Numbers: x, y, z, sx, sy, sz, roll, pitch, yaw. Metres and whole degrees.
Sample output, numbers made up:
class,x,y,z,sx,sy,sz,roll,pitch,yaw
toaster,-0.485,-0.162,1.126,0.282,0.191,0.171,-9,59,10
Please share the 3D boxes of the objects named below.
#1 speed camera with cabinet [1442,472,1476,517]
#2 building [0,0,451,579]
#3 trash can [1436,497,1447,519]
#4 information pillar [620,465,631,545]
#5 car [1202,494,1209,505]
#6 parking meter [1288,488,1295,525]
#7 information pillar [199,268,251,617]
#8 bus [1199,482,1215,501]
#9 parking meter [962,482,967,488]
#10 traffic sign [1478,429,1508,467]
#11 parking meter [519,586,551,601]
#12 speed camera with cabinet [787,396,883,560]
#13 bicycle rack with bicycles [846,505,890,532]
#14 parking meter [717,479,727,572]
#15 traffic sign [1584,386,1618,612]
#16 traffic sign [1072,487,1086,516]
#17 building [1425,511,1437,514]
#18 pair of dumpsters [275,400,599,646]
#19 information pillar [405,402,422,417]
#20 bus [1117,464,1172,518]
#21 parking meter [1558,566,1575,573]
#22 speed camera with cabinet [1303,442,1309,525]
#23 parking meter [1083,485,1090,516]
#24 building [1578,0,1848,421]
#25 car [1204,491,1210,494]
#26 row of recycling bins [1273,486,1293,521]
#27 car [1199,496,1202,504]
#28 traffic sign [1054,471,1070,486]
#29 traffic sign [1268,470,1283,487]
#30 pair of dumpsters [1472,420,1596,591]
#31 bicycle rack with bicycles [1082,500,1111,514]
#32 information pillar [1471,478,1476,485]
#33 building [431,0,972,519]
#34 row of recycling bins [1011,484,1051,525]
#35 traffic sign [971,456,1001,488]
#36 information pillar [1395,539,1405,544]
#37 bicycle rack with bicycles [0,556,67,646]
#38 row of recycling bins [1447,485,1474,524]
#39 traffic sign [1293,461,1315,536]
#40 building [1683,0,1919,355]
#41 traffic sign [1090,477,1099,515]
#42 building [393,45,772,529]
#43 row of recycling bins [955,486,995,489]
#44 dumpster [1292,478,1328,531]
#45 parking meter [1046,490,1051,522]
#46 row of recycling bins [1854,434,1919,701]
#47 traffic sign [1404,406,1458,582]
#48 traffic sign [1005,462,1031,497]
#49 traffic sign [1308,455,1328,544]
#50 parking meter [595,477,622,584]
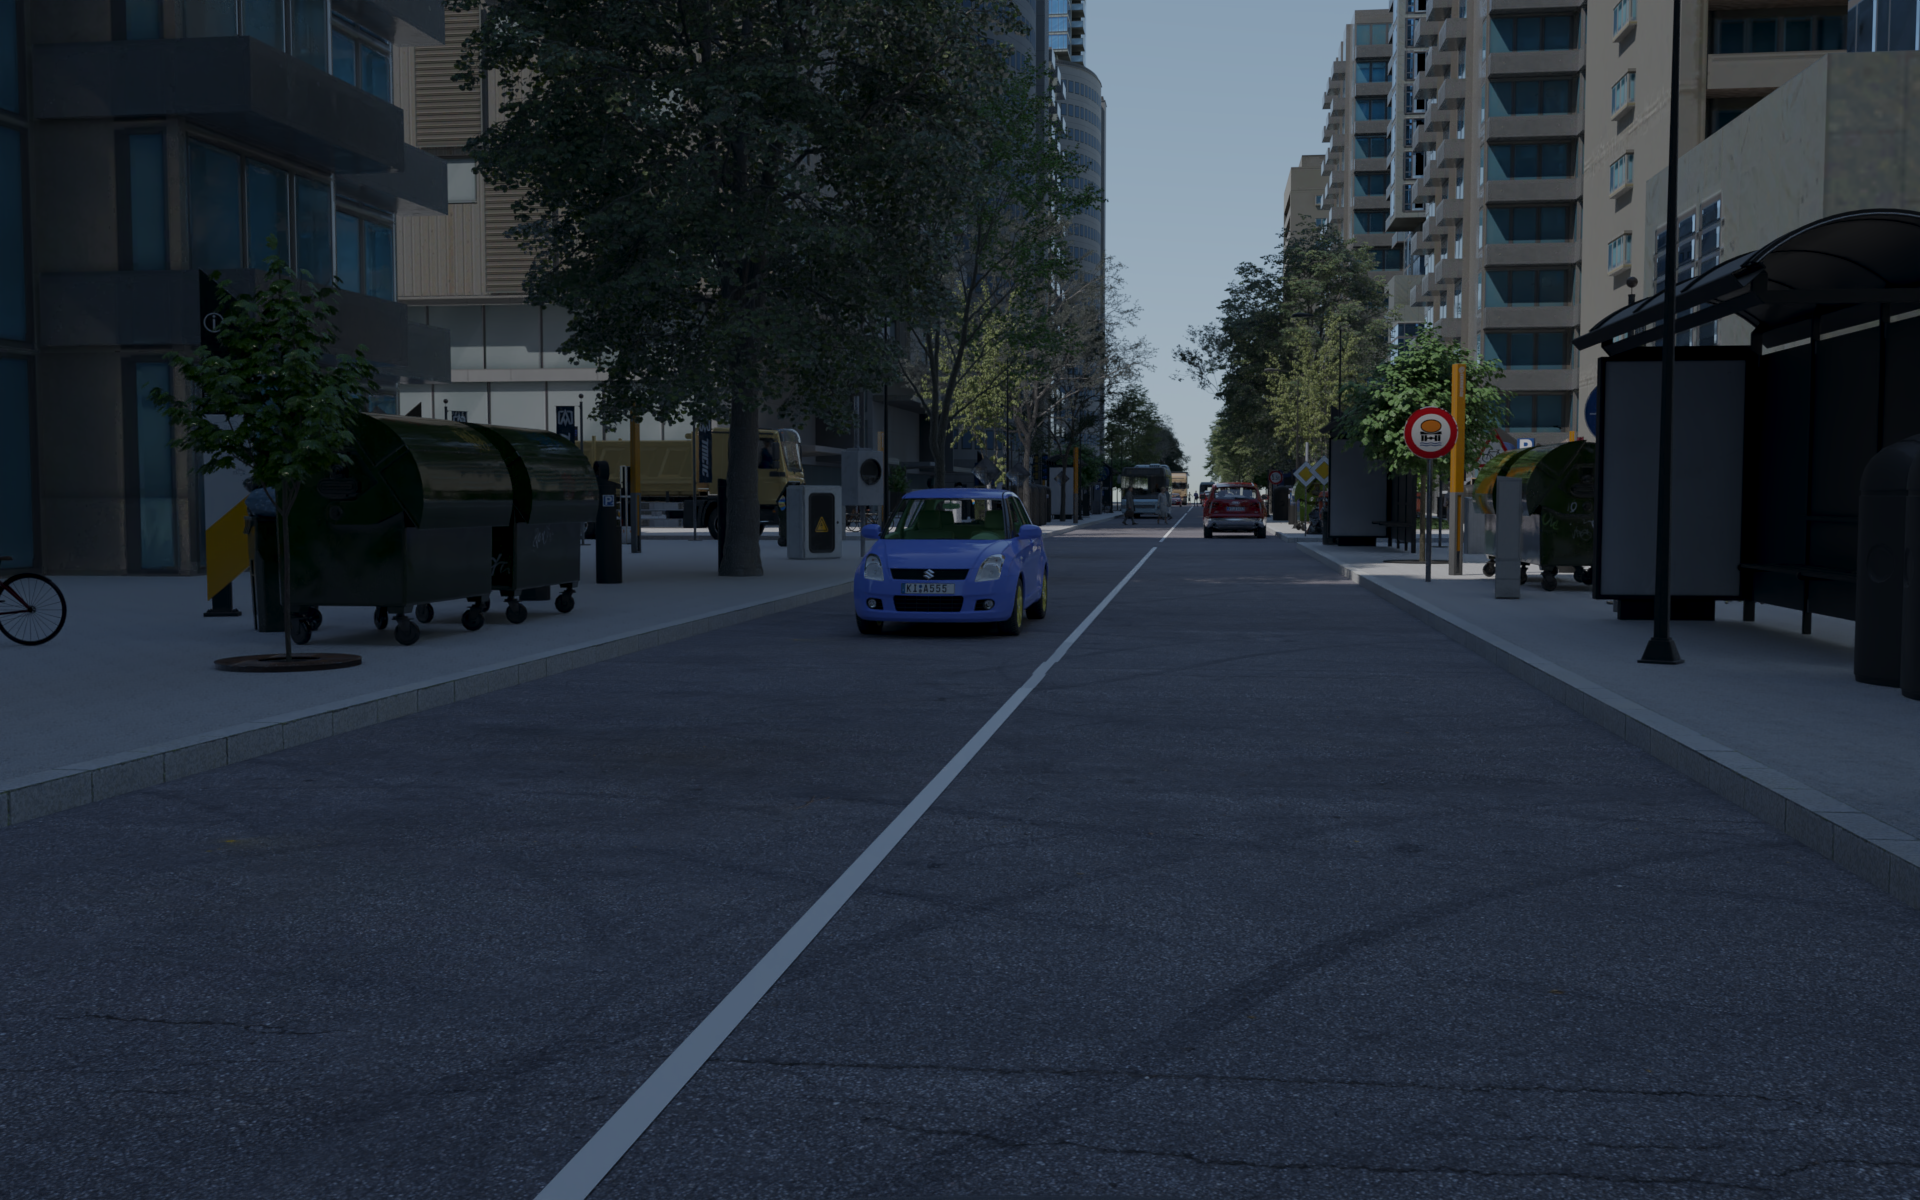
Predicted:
class,x,y,z,sx,sy,sz,roll,pitch,yaw
speed camera with cabinet,27.397,-6.168,95.185,2.038,3.252,0.660,2,4,25
building,-25.743,-24.950,27.534,30.456,49.044,23.786,0,4,8
trash can,25.292,-4.834,90.693,0.748,1.137,0.748,0,3,0
information pillar,-8.458,-2.427,44.167,0.304,2.012,0.304,-3,5,-42
car,27.142,-10.907,187.363,2.155,1.783,4.494,0,4,7
parking meter,13.925,-3.915,72.420,0.372,1.533,0.369,0,3,0
information pillar,-7.658,-1.635,18.084,0.504,3.616,0.183,-1,4,-10
bus,38.446,-16.709,268.058,2.948,3.499,13.247,1,4,9
parking meter,0.218,-4.926,86.255,0.255,1.863,0.399,0,4,1
traffic sign,10.642,-2.114,34.573,0.884,2.594,0.081,1,4,13
parking meter,-5.145,-0.764,20.910,0.372,1.533,0.369,0,3,0
speed camera with cabinet,-2.476,-2.456,34.493,2.038,3.252,0.660,-3,5,-42
bicycle rack with bicycles,-3.539,-2.771,58.685,2.925,0.926,2.852,1,4,22
parking meter,-3.790,-1.225,28.441,0.372,1.533,0.369,0,3,0
traffic sign,7.151,-1.142,18.776,0.768,2.556,0.104,1,4,16
traffic sign,6.141,-6.453,99.379,2.265,3.308,0.079,1,4,15
building,40.552,-29.870,107.981,23.786,49.044,30.456,0,4,8
pair of dumpsters,-4.933,-0.865,16.633,1.574,2.255,4.437,0,4,8
information pillar,-13.846,-3.214,43.895,0.504,3.616,0.183,-2,4,-35
bus,11.346,-6.721,104.751,2.948,3.499,13.247,1,4,9
parking meter,9.898,-1.212,28.220,0.372,1.533,0.369,0,3,0
speed camera with cabinet,13.732,-4.365,65.697,0.660,3.252,2.038,-2,4,-27
parking meter,7.332,-5.797,100.489,0.399,1.863,0.255,2,4,29
building,36.331,-27.134,67.350,21.600,48.544,21.300,0,4,8
car,28.571,-11.530,197.181,2.281,1.827,5.304,1,4,8
row of recycling bins,16.427,-4.774,85.174,1.069,1.692,3.534,3,5,39
car,34.337,-14.202,241.238,2.155,1.783,4.494,0,4,6
traffic sign,5.033,-5.179,85.860,0.795,2.450,0.064,1,4,10
traffic sign,16.873,-5.656,92.581,0.768,2.556,0.104,1,4,15
pair of dumpsters,8.443,-1.357,24.678,1.574,2.255,4.437,0,4,8
bicycle rack with bicycles,8.603,-6.188,114.549,2.925,0.926,2.852,-1,4,-19
information pillar,23.462,-4.561,79.057,0.304,2.012,0.304,1,4,14
building,-14.268,-31.955,111.706,28.713,52.752,27.495,0,4,8
row of recycling bins,2.878,-3.911,71.057,1.069,1.692,3.534,1,4,15
traffic sign,0.682,-2.572,45.702,0.795,2.450,0.064,0,4,8
information pillar,11.493,-2.477,44.991,0.304,2.012,0.304,0,4,6
bicycle rack with bicycles,-9.080,-0.016,13.638,2.925,0.926,2.852,0,4,4
row of recycling bins,22.087,-4.159,75.107,1.069,1.692,3.534,0,4,-7
traffic sign,10.453,-2.980,52.373,0.795,2.450,0.064,0,4,8
building,23.008,-43.053,16.596,22.319,86.520,31.000,0,4,8
traffic sign,8.047,-6.445,105.481,0.768,2.556,0.104,1,4,17
building,-18.256,-29.801,76.489,28.713,52.752,27.495,0,4,8
row of recycling bins,1.309,-4.957,88.163,3.534,1.692,1.069,0,4,4
dumpster,12.356,-3.535,60.295,1.502,2.255,1.985,1,4,8
parking meter,3.930,-4.294,78.625,0.372,1.533,0.369,0,3,0
row of recycling bins,6.319,-0.195,10.305,1.069,1.692,3.534,0,4,8
traffic sign,6.843,-1.537,25.238,0.768,2.556,0.104,1,4,11
traffic sign,1.797,-3.056,53.609,0.795,2.450,0.064,0,4,8
traffic sign,9.338,-2.497,44.465,0.795,2.450,0.064,0,4,8
parking meter,-5.045,-1.006,24.862,0.372,1.533,0.369,0,3,0
